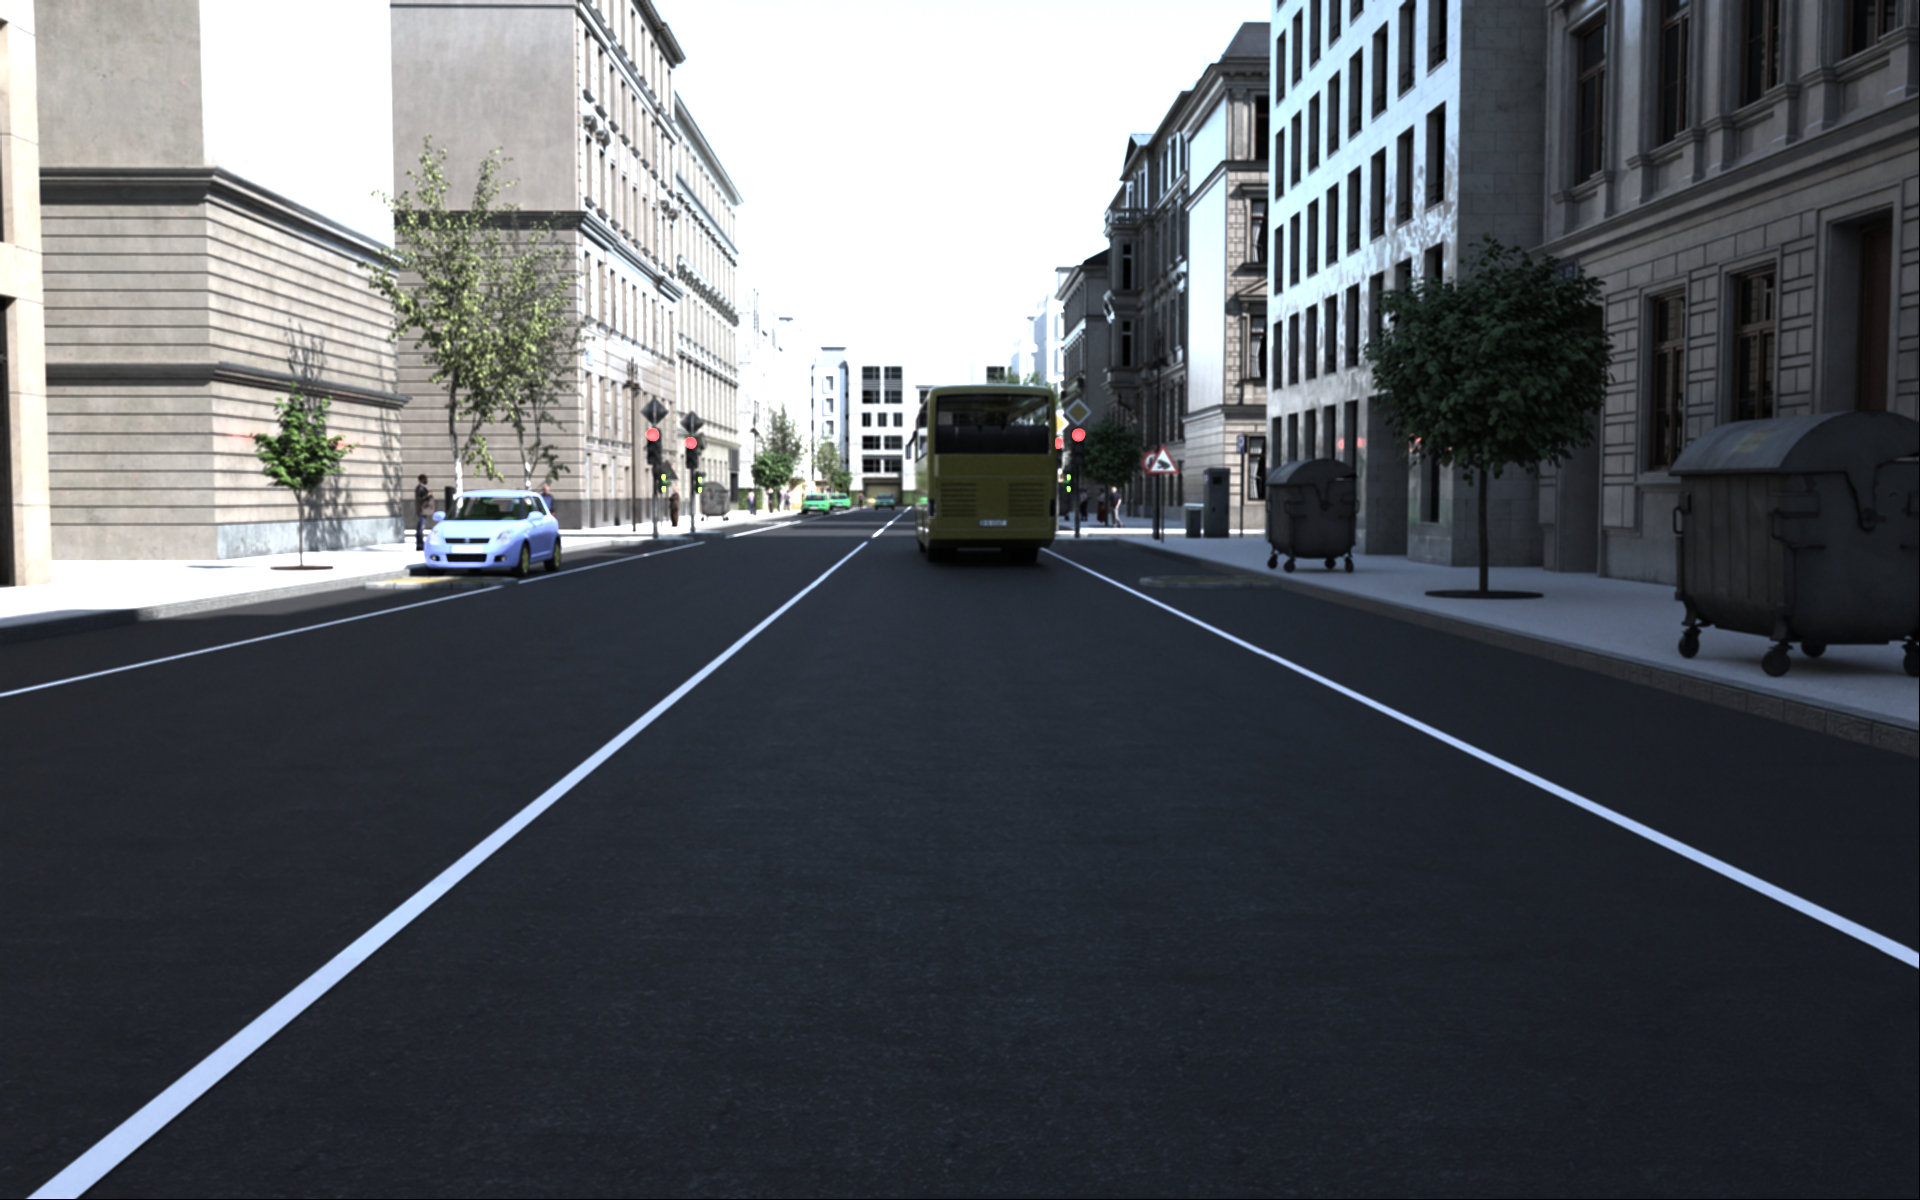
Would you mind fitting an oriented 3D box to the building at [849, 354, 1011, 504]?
[{"bbox_3d":[1.513,-22.106,227.885,31.486,18.905,16.747,0,4,-1],"label":"building"}]

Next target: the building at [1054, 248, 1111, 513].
[{"bbox_3d":[12.675,-15.824,123.347,10.561,19.102,19.286,0,4,-1],"label":"building"}]

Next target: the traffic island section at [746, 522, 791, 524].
[{"bbox_3d":[-9.123,-3.657,82.662,1.991,0.108,1.994,0,4,-1],"label":"traffic island section"}]

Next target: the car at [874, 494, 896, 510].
[{"bbox_3d":[-6.838,-9.078,157.222,1.959,1.807,4.718,0,4,-3],"label":"car"}]

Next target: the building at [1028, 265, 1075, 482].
[{"bbox_3d":[14.462,-17.895,149.003,16.016,20.091,11.380,0,4,-1],"label":"building"}]

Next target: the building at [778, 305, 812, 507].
[{"bbox_3d":[-24.236,-19.893,181.668,16.016,20.091,11.380,0,4,-1],"label":"building"}]

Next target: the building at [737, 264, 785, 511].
[{"bbox_3d":[-24.727,-17.277,148.938,16.747,18.905,31.486,0,4,-1],"label":"building"}]

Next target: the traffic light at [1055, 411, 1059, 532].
[{"bbox_3d":[3.230,-4.213,58.127,0.839,4.213,0.868,0,4,-1],"label":"traffic light"}]

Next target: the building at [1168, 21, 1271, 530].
[{"bbox_3d":[18.258,-12.324,66.117,19.286,19.102,10.561,0,4,-1],"label":"building"}]

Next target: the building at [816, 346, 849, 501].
[{"bbox_3d":[-20.109,-22.677,227.193,11.380,20.091,16.016,0,4,-1],"label":"building"}]

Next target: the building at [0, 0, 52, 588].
[{"bbox_3d":[-22.164,-12.362,6.643,19.350,26.468,34.151,0,4,-1],"label":"building"}]

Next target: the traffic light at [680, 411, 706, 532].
[{"bbox_3d":[-8.929,-4.198,57.876,0.839,4.213,0.868,0,4,-1],"label":"traffic light"}]

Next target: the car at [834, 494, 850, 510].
[{"bbox_3d":[-10.621,-8.806,152.771,1.959,1.807,4.718,0,4,-2],"label":"car"}]

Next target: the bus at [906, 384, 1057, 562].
[{"bbox_3d":[0.325,-2.937,39.570,2.896,3.916,12.252,0,4,-3],"label":"bus"}]

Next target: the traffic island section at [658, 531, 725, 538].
[{"bbox_3d":[-8.969,-2.185,58.009,2.009,0.180,2.903,0,4,-1],"label":"traffic island section"}]

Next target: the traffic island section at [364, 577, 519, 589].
[{"bbox_3d":[-8.046,-0.266,27.207,1.991,0.108,1.994,0,4,-1],"label":"traffic island section"}]

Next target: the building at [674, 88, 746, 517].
[{"bbox_3d":[-23.733,-20.209,106.838,17.030,29.872,44.131,0,4,-1],"label":"building"}]

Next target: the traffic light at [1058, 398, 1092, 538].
[{"bbox_3d":[3.384,-3.725,50.144,0.839,4.213,0.868,0,4,-1],"label":"traffic light"}]

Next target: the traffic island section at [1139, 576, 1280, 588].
[{"bbox_3d":[3.863,-0.272,27.309,1.991,0.108,1.994,0,4,-1],"label":"traffic island section"}]

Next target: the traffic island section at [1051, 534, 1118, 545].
[{"bbox_3d":[3.425,-1.711,50.257,2.009,0.180,2.903,0,4,-1],"label":"traffic island section"}]

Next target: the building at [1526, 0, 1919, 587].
[{"bbox_3d":[14.959,-11.173,18.830,11.583,22.565,21.152,0,4,-1],"label":"building"}]

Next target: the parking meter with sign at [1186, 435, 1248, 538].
[{"bbox_3d":[7.511,-3.337,50.821,1.738,3.016,0.543,-1,4,-15],"label":"parking meter with sign"}]

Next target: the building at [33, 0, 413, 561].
[{"bbox_3d":[-31.263,-13.441,38.844,34.723,24.649,14.460,0,4,-1],"label":"building"}]

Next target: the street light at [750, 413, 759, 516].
[{"bbox_3d":[-11.777,-7.739,99.319,0.468,5.910,1.993,0,4,-1],"label":"street light"}]

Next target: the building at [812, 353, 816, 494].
[{"bbox_3d":[-23.059,-20.914,198.359,11.380,20.091,16.016,0,4,-1],"label":"building"}]

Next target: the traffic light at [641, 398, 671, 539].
[{"bbox_3d":[-8.774,-3.709,49.893,0.839,4.213,0.868,0,4,-1],"label":"traffic light"}]

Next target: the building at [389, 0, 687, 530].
[{"bbox_3d":[-19.248,-16.828,72.400,12.463,27.353,25.104,0,4,-1],"label":"building"}]

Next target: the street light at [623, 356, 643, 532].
[{"bbox_3d":[-10.954,-5.217,58.080,0.468,5.910,1.993,0,4,-1],"label":"street light"}]

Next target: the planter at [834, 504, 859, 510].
[{"bbox_3d":[-10.627,-8.499,160.099,1.991,0.319,1.994,0,4,-1],"label":"planter"}]

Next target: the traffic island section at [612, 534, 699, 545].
[{"bbox_3d":[-8.815,-1.697,50.026,2.009,0.180,2.903,0,4,-1],"label":"traffic island section"}]

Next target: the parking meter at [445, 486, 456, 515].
[{"bbox_3d":[-16.710,-2.964,56.868,0.372,1.533,0.369,0,3,0],"label":"parking meter"}]

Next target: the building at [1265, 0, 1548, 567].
[{"bbox_3d":[13.678,-11.229,38.343,10.420,20.320,16.860,0,4,-1],"label":"building"}]

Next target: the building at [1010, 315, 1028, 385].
[{"bbox_3d":[13.596,-20.321,188.663,16.016,20.091,11.380,0,4,-1],"label":"building"}]

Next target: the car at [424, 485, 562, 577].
[{"bbox_3d":[-8.313,-1.305,30.925,1.945,1.707,3.694,0,4,0],"label":"car"}]

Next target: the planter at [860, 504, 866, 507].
[{"bbox_3d":[-11.149,-10.177,187.525,1.991,0.319,1.994,0,4,-1],"label":"planter"}]

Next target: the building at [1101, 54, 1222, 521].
[{"bbox_3d":[15.252,-16.953,96.268,14.460,24.649,34.723,0,4,-1],"label":"building"}]

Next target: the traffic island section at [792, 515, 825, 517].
[{"bbox_3d":[-9.674,-5.386,110.933,1.991,0.108,1.994,0,4,-1],"label":"traffic island section"}]

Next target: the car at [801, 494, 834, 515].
[{"bbox_3d":[-10.036,-6.823,120.344,1.959,1.807,4.718,0,4,-1],"label":"car"}]
